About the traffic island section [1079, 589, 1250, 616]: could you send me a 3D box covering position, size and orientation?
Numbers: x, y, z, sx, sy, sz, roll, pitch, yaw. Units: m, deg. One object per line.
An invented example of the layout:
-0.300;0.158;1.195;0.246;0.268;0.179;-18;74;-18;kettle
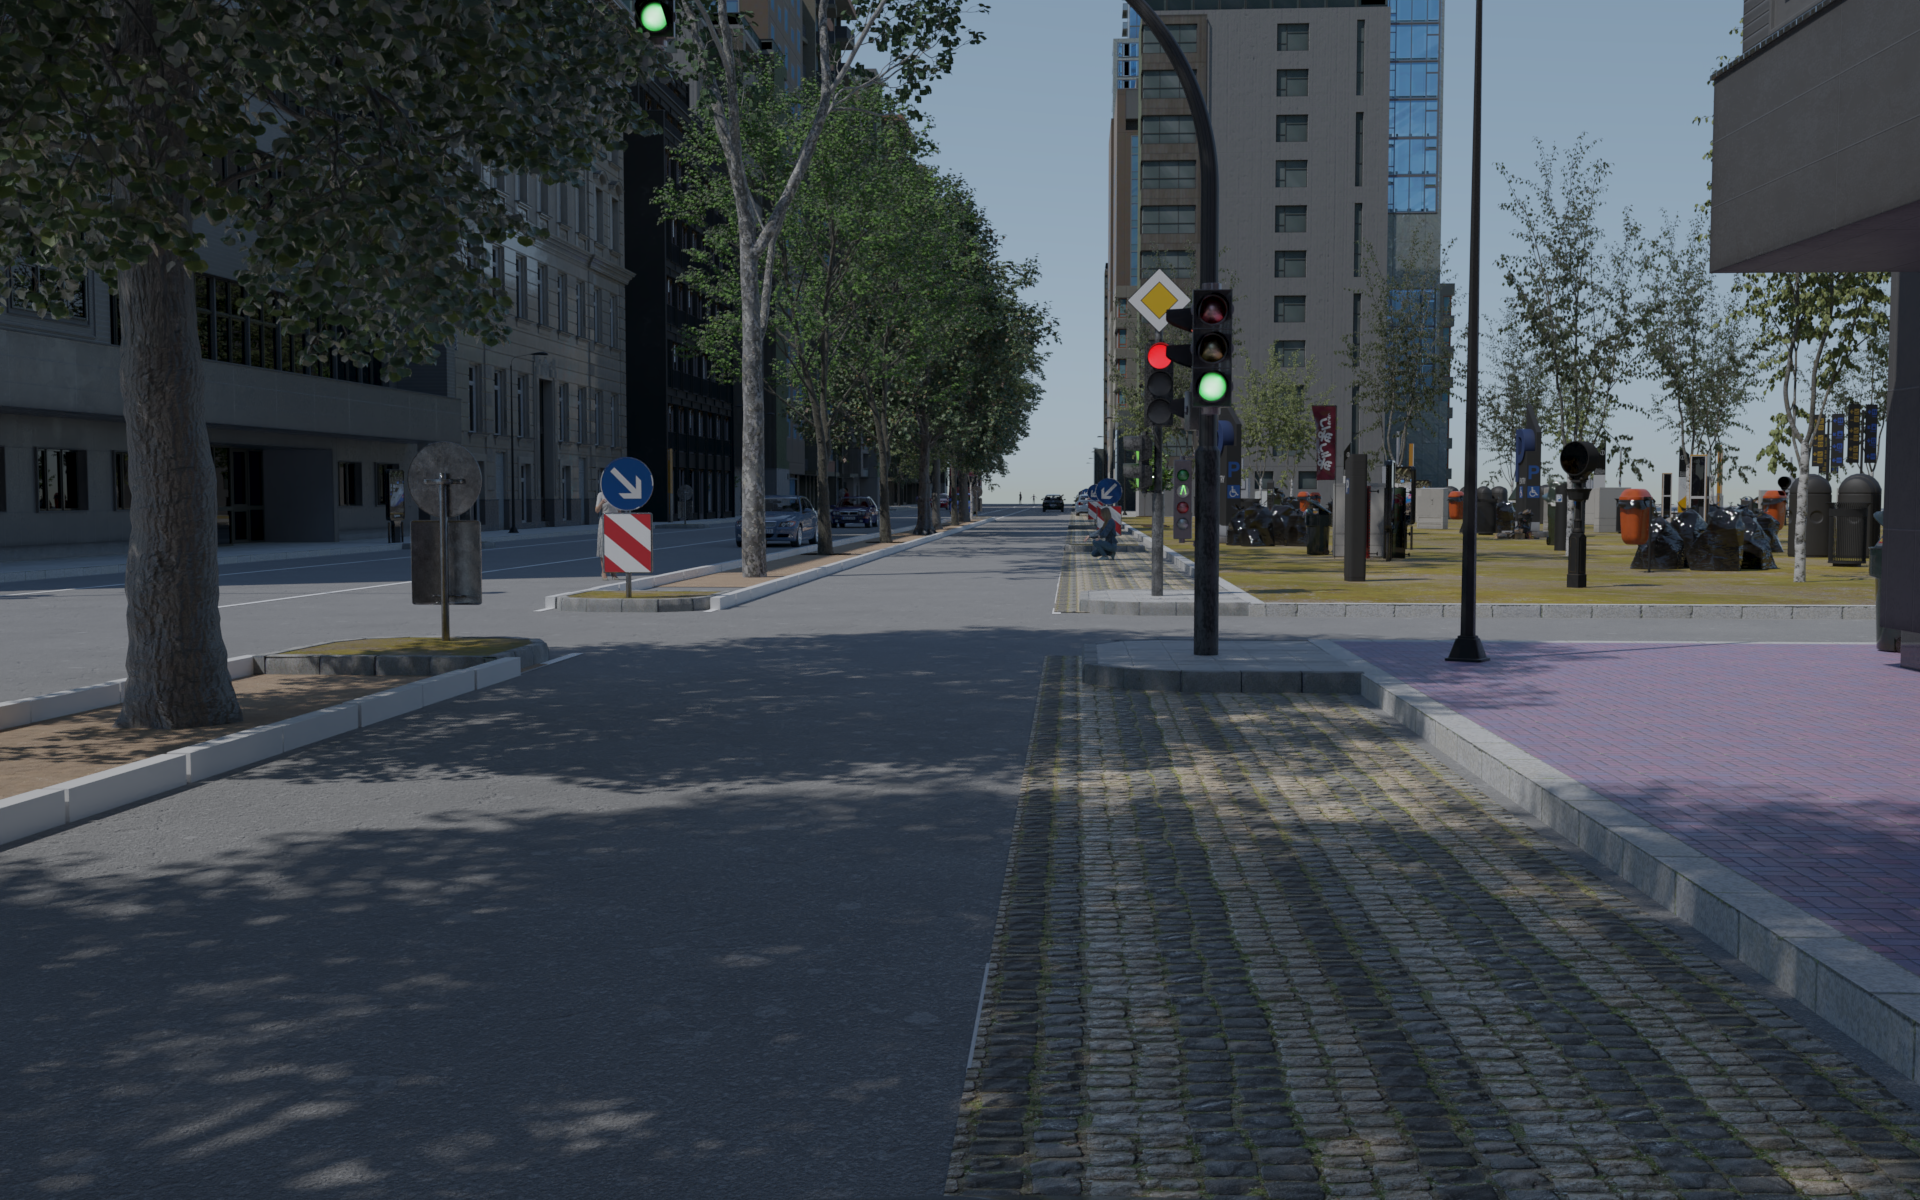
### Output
2.508;0.027;21.836;2.009;0.180;2.903;0;4;4;traffic island section

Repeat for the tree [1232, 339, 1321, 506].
14.442;-8.113;83.013;4.737;8.622;4.395;0;3;0;tree

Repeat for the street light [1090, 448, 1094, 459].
13.922;-12.240;172.662;1.470;5.913;1.316;0;4;4;street light

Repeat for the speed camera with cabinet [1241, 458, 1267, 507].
16.398;-6.225;96.114;2.038;3.252;0.660;1;4;23;speed camera with cabinet

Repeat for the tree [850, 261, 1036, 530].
-0.860;-9.054;68.619;7.486;12.596;7.792;0;3;0;tree

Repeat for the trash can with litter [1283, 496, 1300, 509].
9.695;-2.539;52.564;2.233;1.210;1.678;2;4;25;trash can with litter

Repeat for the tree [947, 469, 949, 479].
-2.267;-18.805;257.818;4.737;8.622;4.395;0;3;0;tree

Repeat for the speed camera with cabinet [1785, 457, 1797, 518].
44.969;-5.988;92.239;2.038;3.252;0.660;1;4;18;speed camera with cabinet

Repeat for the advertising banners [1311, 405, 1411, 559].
7.909;-2.325;34.199;2.074;3.025;0.090;-1;4;-9;advertising banners

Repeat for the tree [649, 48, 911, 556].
-3.250;-6.852;40.250;9.928;11.665;9.643;0;3;0;tree

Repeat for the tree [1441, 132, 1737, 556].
12.670;-5.199;35.373;4.360;8.622;3.978;0;3;0;tree

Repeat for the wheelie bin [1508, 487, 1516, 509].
19.429;-3.185;59.976;0.693;1.594;0.980;-1;4;-16;wheelie bin

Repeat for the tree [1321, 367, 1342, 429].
17.251;-8.482;89.037;4.737;8.622;4.395;0;3;0;tree

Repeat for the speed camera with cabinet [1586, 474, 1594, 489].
34.567;-6.064;93.486;0.660;3.252;2.038;-1;4;-12;speed camera with cabinet

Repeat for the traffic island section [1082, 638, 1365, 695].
1.982;0.515;13.868;2.009;0.180;2.903;0;4;4;traffic island section

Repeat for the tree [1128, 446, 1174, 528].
7.615;-4.557;69.102;1.663;3.219;1.824;0;3;0;tree

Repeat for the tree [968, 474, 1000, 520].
0.647;-8.729;95.544;4.360;8.622;3.978;0;3;0;tree

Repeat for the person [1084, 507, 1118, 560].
3.062;-1.434;37.439;0.738;1.151;1.012;0;4;2;person

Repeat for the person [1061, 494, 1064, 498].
13.923;-13.830;237.805;0.799;1.438;0.628;0;4;-1;person

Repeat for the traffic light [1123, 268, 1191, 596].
2.469;-2.006;21.724;0.839;4.253;0.868;0;4;4;traffic light

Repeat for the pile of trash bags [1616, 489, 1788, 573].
12.229;-1.196;29.301;3.447;1.369;1.912;-3;4;-38;pile of trash bags

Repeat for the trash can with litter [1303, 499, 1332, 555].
7.783;-1.537;36.514;1.055;1.170;0.624;0;4;3;trash can with litter

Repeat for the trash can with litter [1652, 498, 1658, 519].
35.549;-4.752;89.090;1.055;1.170;0.624;-3;4;-39;trash can with litter

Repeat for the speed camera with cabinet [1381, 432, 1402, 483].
13.923;-3.744;55.554;0.660;3.252;2.038;1;4;20;speed camera with cabinet

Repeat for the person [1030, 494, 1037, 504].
10.287;-14.046;241.374;0.991;1.433;0.599;0;4;4;person

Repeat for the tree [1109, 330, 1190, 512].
8.831;-7.754;77.148;4.737;8.622;4.395;0;3;0;tree

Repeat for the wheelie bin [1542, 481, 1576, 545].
15.028;-2.162;43.259;0.980;1.594;0.693;2;4;34;wheelie bin

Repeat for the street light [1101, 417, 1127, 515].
9.378;-8.046;104.098;1.470;5.913;1.316;0;4;4;street light

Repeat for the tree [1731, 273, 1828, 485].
18.821;-5.737;44.160;4.360;8.622;3.978;0;3;0;tree

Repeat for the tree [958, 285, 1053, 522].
0.218;-10.926;87.751;9.857;13.997;8.962;0;3;0;tree

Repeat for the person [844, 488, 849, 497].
-7.346;-6.295;111.362;0.705;1.831;1.348;-2;4;-24;person

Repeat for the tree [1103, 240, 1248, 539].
6.372;-6.056;49.376;4.360;8.622;3.978;0;3;0;tree

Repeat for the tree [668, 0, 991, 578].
-2.366;-10.385;28.144;12.611;20.169;13.585;0;3;0;tree

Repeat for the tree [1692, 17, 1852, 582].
12.474;-4.568;25.043;4.737;8.622;4.395;0;3;0;tree

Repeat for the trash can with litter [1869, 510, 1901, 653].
7.830;-0.151;13.863;0.624;1.170;1.055;-1;4;-17;trash can with litter

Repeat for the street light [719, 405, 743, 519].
-11.895;-7.215;90.509;1.470;5.913;1.316;0;4;4;street light

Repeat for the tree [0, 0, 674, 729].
-4.839;-6.187;10.268;9.857;13.997;8.962;0;3;0;tree

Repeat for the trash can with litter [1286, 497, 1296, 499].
15.080;-4.130;78.919;0.624;1.170;1.055;1;4;21;trash can with litter

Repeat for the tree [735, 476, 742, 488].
-13.149;-6.223;96.347;1.663;3.219;1.824;0;3;0;tree

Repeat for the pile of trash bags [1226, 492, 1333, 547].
8.382;-2.028;42.906;3.447;1.369;1.912;0;4;-1;pile of trash bags

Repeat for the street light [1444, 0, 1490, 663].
3.373;-2.488;13.214;1.470;5.913;1.316;0;4;4;street light

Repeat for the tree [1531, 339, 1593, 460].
28.202;-7.893;79.417;4.737;8.622;4.395;0;3;0;tree

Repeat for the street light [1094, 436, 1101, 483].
11.647;-10.148;138.458;1.470;5.913;1.316;0;4;4;street light

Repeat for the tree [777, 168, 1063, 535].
-1.243;-8.595;59.989;9.611;12.733;9.660;0;3;0;tree

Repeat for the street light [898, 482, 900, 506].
-5.867;-12.823;182.196;1.470;5.913;1.316;0;4;4;street light

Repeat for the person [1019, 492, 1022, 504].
8.552;-14.256;242.108;0.617;1.759;0.750;-2;4;-34;person

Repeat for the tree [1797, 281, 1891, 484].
30.039;-6.536;57.222;4.360;8.622;3.978;0;3;0;tree

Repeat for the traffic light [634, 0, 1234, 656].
-0.151;-2.391;13.753;4.771;5.953;1.251;0;4;4;traffic light

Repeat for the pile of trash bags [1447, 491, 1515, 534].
17.245;-2.886;56.933;3.447;1.369;1.912;-3;4;-36;pile of trash bags

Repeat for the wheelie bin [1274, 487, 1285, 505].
14.064;-4.226;77.005;0.693;1.594;0.980;2;4;26;wheelie bin

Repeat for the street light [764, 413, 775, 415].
-11.302;-7.749;99.229;1.470;5.913;1.316;0;4;4;street light

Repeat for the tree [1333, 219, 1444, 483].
12.106;-5.938;47.451;4.360;8.622;3.978;0;3;0;tree

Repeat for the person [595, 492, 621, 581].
-5.798;-1.203;28.737;0.480;1.755;0.524;-2;4;-35;person

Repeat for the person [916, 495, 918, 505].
-3.201;-7.533;134.893;0.421;1.427;0.697;-1;4;-9;person

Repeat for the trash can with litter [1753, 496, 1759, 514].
40.864;-4.776;89.473;0.624;1.170;1.055;-3;4;-39;trash can with litter

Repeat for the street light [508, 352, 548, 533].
-14.125;-5.146;56.674;1.470;5.913;1.316;0;4;4;street light

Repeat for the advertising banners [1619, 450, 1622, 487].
26.099;-4.401;68.145;0.090;3.025;2.074;2;4;31;advertising banners

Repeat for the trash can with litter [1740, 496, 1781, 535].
24.709;-2.674;54.784;1.678;1.210;2.233;-1;4;-14;trash can with litter
